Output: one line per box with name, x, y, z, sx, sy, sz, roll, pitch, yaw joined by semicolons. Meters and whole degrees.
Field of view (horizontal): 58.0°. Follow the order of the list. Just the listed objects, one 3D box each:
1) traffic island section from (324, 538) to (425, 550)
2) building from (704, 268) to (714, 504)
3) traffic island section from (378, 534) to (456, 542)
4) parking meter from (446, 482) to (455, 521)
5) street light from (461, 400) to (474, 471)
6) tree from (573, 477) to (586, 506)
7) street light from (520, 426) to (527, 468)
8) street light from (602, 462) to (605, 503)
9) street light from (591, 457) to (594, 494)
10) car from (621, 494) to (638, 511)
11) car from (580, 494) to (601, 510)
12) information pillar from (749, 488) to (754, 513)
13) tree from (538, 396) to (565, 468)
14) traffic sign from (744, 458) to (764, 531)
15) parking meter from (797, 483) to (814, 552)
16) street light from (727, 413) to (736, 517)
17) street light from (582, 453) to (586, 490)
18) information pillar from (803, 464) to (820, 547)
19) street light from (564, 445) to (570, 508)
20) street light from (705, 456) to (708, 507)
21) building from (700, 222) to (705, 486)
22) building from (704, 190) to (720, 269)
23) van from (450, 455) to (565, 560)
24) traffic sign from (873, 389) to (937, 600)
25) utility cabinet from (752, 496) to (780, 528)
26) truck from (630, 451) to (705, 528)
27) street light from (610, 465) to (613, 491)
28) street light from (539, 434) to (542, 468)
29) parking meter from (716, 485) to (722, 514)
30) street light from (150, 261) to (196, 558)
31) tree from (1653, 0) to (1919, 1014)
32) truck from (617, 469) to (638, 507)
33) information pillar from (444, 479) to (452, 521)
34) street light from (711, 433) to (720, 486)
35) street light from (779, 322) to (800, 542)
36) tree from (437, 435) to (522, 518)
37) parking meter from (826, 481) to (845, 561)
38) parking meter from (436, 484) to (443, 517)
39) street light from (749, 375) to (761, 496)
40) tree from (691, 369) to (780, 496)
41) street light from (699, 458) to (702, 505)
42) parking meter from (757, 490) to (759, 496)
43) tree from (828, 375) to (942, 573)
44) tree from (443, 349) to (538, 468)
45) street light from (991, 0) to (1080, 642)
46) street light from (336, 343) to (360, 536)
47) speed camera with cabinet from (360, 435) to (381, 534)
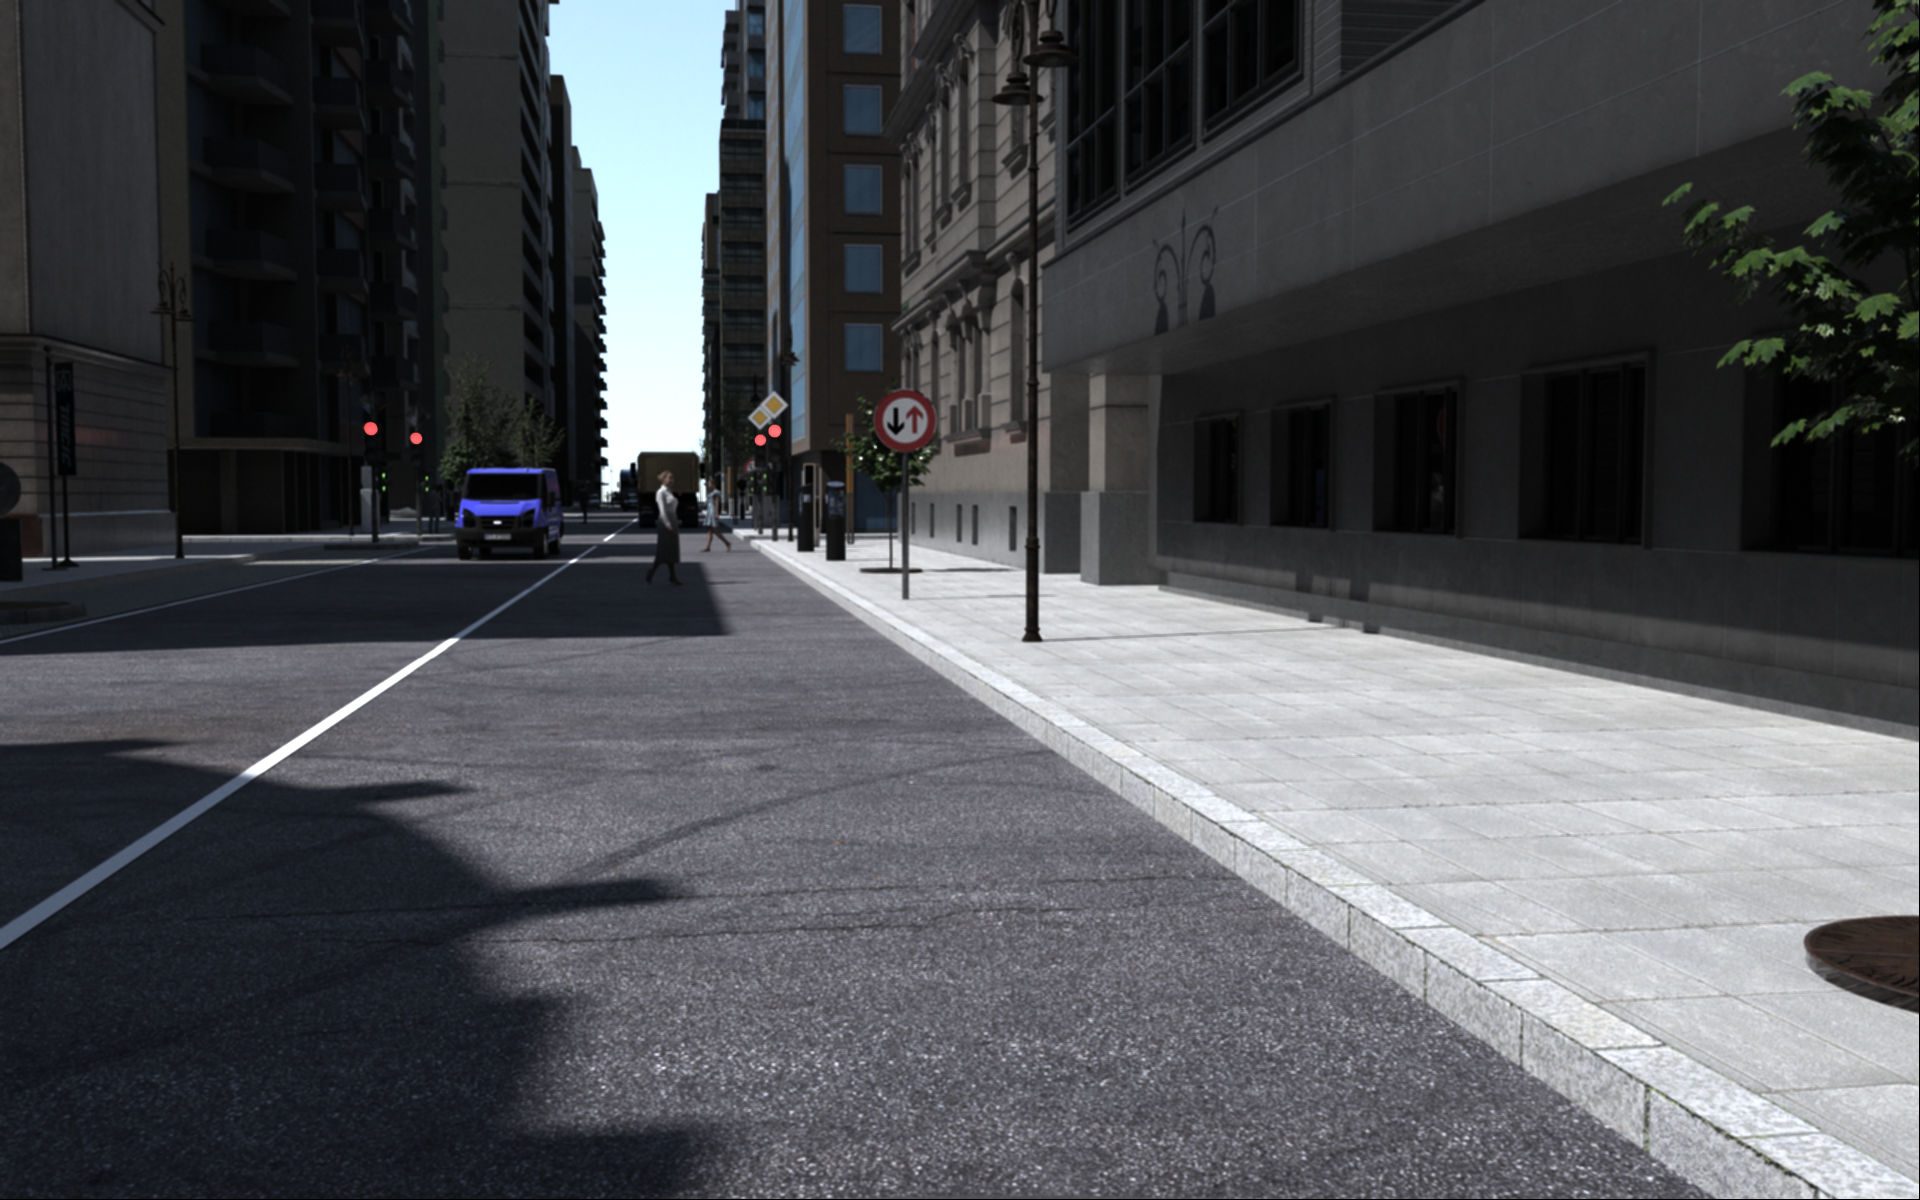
traffic island section;-15.368;-1.417;45.451;2.009;0.180;2.903;-1;4;-9
building;-25.866;-27.612;223.165;14.160;30.474;14.107;-1;4;-9
traffic island section;-16.665;-1.899;53.330;2.009;0.180;2.903;-1;4;-9
parking meter;-24.127;-4.668;82.031;0.255;1.863;0.399;-3;5;-44
street light;-23.895;-6.809;84.114;0.468;5.910;1.993;-1;4;-9
tree;-43.045;-12.203;194.126;1.663;3.219;1.824;0;3;0
street light;-28.945;-8.707;115.142;0.468;5.910;1.993;-1;4;-9
street light;-49.847;-16.477;242.192;0.468;5.910;1.993;-1;4;-9
street light;-44.722;-14.574;211.079;0.468;5.910;1.993;-1;4;-9
car;-27.209;-8.243;144.567;2.009;1.686;4.222;0;4;-8
car;-33.561;-8.889;157.340;2.014;1.417;4.499;-1;4;-11
information pillar;-14.444;-7.069;120.076;0.304;2.012;0.304;2;4;26
tree;-30.787;-10.653;124.546;4.737;8.622;4.395;0;3;0
traffic sign;-7.149;-3.694;60.506;0.768;2.556;0.104;0;4;-2
parking meter;-3.437;-1.844;38.560;0.372;1.533;0.369;0;3;0
street light;-12.813;-7.600;97.050;0.468;5.910;1.993;-1;4;-9
street light;-41.375;-13.332;190.765;0.468;5.910;1.993;-1;4;-9
information pillar;-3.592;-2.291;41.944;0.304;2.012;0.304;1;4;16
street light;-36.188;-11.436;159.760;0.468;5.910;1.993;-1;4;-9
street light;-25.315;-12.265;173.319;0.468;5.910;1.993;-1;4;-9
building;-29.588;-37.866;273.740;22.147;44.769;28.867;-1;4;-9
building;-29.838;-36.780;251.470;14.600;45.320;14.200;-1;4;-9
van;-10.243;-2.150;39.543;2.240;2.365;5.245;0;4;-8
traffic sign;-0.662;-1.280;21.026;0.768;2.556;0.104;0;4;-1
utility cabinet;-7.248;-3.275;64.709;1.020;1.237;0.306;0;4;0
truck;-13.057;-4.990;77.511;3.469;3.379;9.791;-1;4;-10
street light;-54.977;-18.378;273.269;0.468;5.910;1.993;-1;4;-9
street light;-31.139;-9.533;128.653;0.468;5.910;1.993;-1;4;-9
parking meter;-15.597;-6.493;111.879;0.399;1.863;0.255;-1;4;-16
street light;-15.663;-3.780;34.590;0.468;5.910;1.993;-1;4;-9
tree;2.658;-0.603;4.467;1.663;3.219;1.824;0;3;0
truck;-36.348;-12.377;192.120;2.967;4.110;18.799;-1;4;-10
information pillar;-24.569;-4.815;83.220;0.304;2.012;0.304;-2;4;-34
street light;-18.008;-9.529;128.594;0.468;5.910;1.993;-1;4;-9
street light;-4.586;-4.523;46.732;0.468;5.910;1.993;-1;4;-9
tree;-26.357;-6.689;93.080;4.285;4.588;4.351;0;3;0
parking meter;-2.398;-1.530;33.421;0.372;1.533;0.369;0;3;0
parking meter;-29.620;-5.679;98.556;0.399;1.863;0.255;-1;4;-13
street light;-7.789;-5.699;65.972;0.468;5.910;1.993;-1;4;-9
tree;-13.046;-9.309;102.564;4.737;8.622;4.395;0;3;0
street light;-30.505;-14.161;204.324;0.468;5.910;1.993;-1;4;-9
parking meter;-13.875;-6.778;119.230;0.372;1.533;0.369;0;3;0
tree;-1.025;-2.062;28.321;1.663;3.219;1.824;0;3;0
tree;-24.330;-8.417;87.973;4.737;8.622;4.395;0;3;0
street light;0.630;-2.577;14.916;0.468;5.910;1.993;-1;4;-9
street light;-18.721;-4.912;53.106;0.468;5.910;1.993;-1;4;-9
speed camera with cabinet;-19.391;-3.834;57.027;0.660;3.252;2.038;-1;4;-16
